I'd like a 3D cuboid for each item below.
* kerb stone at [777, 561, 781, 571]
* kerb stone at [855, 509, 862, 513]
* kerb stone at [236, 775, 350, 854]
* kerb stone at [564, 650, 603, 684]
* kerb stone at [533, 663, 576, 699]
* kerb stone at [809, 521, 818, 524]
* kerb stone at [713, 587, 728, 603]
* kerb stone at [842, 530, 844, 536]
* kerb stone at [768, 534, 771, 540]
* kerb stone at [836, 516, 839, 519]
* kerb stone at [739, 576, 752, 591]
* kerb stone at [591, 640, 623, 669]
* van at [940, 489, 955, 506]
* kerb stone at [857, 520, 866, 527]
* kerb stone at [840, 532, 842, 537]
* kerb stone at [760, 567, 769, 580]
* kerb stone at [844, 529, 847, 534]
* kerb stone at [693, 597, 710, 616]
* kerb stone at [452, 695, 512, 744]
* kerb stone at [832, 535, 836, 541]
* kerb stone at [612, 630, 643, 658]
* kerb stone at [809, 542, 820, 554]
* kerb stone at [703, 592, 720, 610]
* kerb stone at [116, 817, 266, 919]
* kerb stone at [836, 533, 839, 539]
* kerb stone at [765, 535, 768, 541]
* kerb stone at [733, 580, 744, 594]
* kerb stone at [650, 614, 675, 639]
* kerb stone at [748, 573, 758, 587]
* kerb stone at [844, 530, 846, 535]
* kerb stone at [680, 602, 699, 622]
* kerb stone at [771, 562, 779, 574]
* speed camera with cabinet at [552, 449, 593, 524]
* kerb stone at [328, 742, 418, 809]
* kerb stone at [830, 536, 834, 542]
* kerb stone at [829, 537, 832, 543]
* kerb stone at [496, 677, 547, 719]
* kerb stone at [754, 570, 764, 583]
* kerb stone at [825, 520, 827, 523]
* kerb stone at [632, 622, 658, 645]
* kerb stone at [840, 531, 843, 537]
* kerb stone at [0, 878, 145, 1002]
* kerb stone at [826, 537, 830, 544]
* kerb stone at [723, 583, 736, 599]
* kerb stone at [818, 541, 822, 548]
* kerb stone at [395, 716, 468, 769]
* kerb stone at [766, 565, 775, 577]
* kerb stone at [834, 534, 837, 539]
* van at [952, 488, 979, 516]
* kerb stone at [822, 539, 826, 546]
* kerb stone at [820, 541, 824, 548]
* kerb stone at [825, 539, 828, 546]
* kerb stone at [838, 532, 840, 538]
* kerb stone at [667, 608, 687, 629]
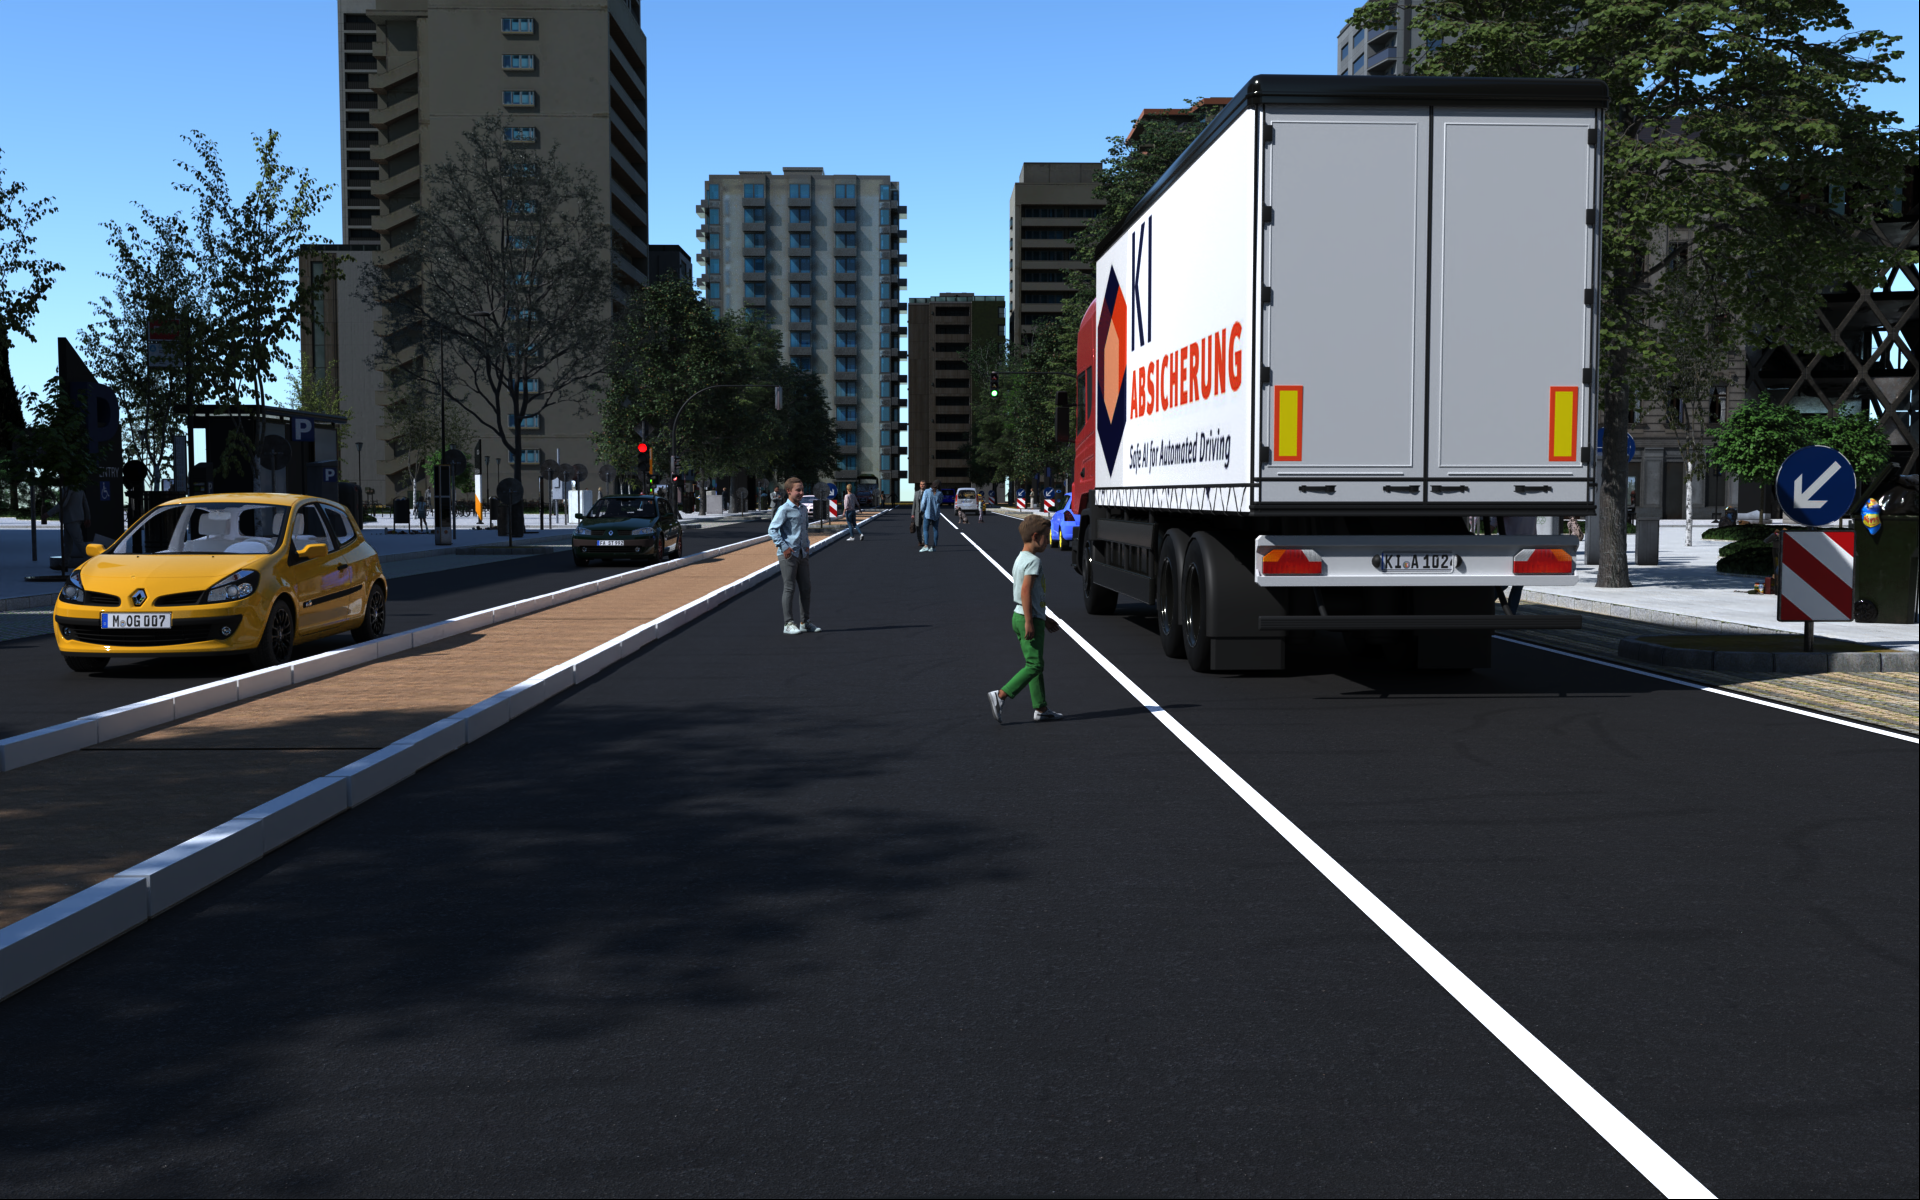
[{"bbox_3d":[-3.401,-0.594,31.954,0.120,0.150,1.000,0,4,-1],"label":"kerb stone"},{"bbox_3d":[-7.946,-6.960,135.995,0.120,0.150,1.000,0,4,-1],"label":"kerb stone"},{"bbox_3d":[-2.829,0.908,7.352,0.120,0.150,1.000,0,4,-1],"label":"kerb stone"},{"bbox_3d":[-2.961,0.531,13.518,0.120,0.150,1.000,0,4,-1],"label":"kerb stone"},{"bbox_3d":[-2.949,0.594,12.491,0.120,0.150,1.000,0,4,-1],"label":"kerb stone"},{"bbox_3d":[-6.578,-3.385,77.555,0.120,0.150,1.000,0,4,-1],"label":"kerb stone"},{"bbox_3d":[-3.194,-0.033,22.741,0.120,0.150,1.000,0,4,-1],"label":"kerb stone"},{"bbox_3d":[-4.014,-2.164,57.574,0.120,0.150,1.000,0,4,-1],"label":"kerb stone"},{"bbox_3d":[-6.008,-1.909,53.454,0.120,0.150,1.000,0,4,-1],"label":"kerb stone"},{"bbox_3d":[-7.057,-4.640,98.060,0.120,0.150,1.000,0,4,-1],"label":"kerb stone"},{"bbox_3d":[-3.255,-0.221,25.817,0.120,0.150,1.000,0,4,-1],"label":"kerb stone"},{"bbox_3d":[-2.995,0.472,14.539,0.120,0.150,1.000,0,4,-1],"label":"kerb stone"},{"bbox_3d":[-1.464,-12.383,206.838,2.240,2.365,5.245,0,3,0],"label":"van"},{"bbox_3d":[-4.523,-3.514,79.655,0.120,0.150,1.000,0,4,-1],"label":"kerb stone"},{"bbox_3d":[-3.958,-2.039,55.525,0.120,0.150,1.000,0,4,-1],"label":"kerb stone"},{"bbox_3d":[-3.329,-0.407,28.885,0.120,0.150,1.000,0,4,-1],"label":"kerb stone"},{"bbox_3d":[-4.049,-2.289,59.617,0.120,0.150,1.000,0,4,-1],"label":"kerb stone"},{"bbox_3d":[-3.136,0.095,20.683,0.120,0.150,1.000,0,4,-1],"label":"kerb stone"},{"bbox_3d":[-2.893,0.720,10.428,0.120,0.150,1.000,0,4,-1],"label":"kerb stone"},{"bbox_3d":[-3.855,-1.788,51.436,0.120,0.150,1.000,0,4,-1],"label":"kerb stone"},{"bbox_3d":[-3.015,0.406,15.561,0.120,0.150,1.000,0,4,-1],"label":"kerb stone"},{"bbox_3d":[-3.660,-1.286,43.241,0.120,0.150,1.000,0,4,-1],"label":"kerb stone"},{"bbox_3d":[-3.156,0.030,21.709,0.120,0.150,1.000,0,4,-1],"label":"kerb stone"},{"bbox_3d":[-2.798,0.970,6.330,0.120,0.150,1.000,0,4,-1],"label":"kerb stone"},{"bbox_3d":[-3.906,-1.913,53.480,0.120,0.150,1.000,0,4,-1],"label":"kerb stone"},{"bbox_3d":[-5.977,-1.849,52.421,0.120,0.150,1.000,0,4,-1],"label":"kerb stone"},{"bbox_3d":[-3.238,-0.153,24.795,0.120,0.150,1.000,0,4,-1],"label":"kerb stone"},{"bbox_3d":[-3.060,0.280,17.614,0.120,0.150,1.000,0,4,-1],"label":"kerb stone"},{"bbox_3d":[-3.273,-0.282,26.839,0.120,0.150,1.000,0,4,-1],"label":"kerb stone"},{"bbox_3d":[-4.026,-2.226,58.596,0.120,0.150,1.000,0,4,-1],"label":"kerb stone"},{"bbox_3d":[-3.110,0.156,19.658,0.120,0.150,1.000,0,4,-1],"label":"kerb stone"},{"bbox_3d":[-3.378,-0.534,30.928,0.120,0.150,1.000,0,4,-1],"label":"kerb stone"},{"bbox_3d":[-16.817,-4.943,75.149,2.038,3.252,0.660,3,4,38],"label":"speed camera with cabinet"},{"bbox_3d":[-2.841,0.845,8.378,0.120,0.150,1.000,0,4,-1],"label":"kerb stone"},{"bbox_3d":[-3.837,-1.722,50.415,0.120,0.150,1.000,0,4,-1],"label":"kerb stone"},{"bbox_3d":[-3.814,-1.659,49.383,0.120,0.150,1.000,0,4,-1],"label":"kerb stone"},{"bbox_3d":[-2.921,0.658,11.469,0.120,0.150,1.000,0,4,-1],"label":"kerb stone"},{"bbox_3d":[-3.304,-0.347,27.863,0.120,0.150,1.000,0,4,-1],"label":"kerb stone"},{"bbox_3d":[-6.736,-3.821,84.727,0.120,0.150,1.000,0,4,-1],"label":"kerb stone"},{"bbox_3d":[-3.051,0.343,16.587,0.120,0.150,1.000,0,4,-1],"label":"kerb stone"},{"bbox_3d":[-3.979,-2.096,56.548,0.120,0.150,1.000,0,4,-1],"label":"kerb stone"},{"bbox_3d":[-2.775,1.035,5.308,0.120,0.150,1.000,0,4,-1],"label":"kerb stone"},{"bbox_3d":[-3.776,-1.600,48.361,0.120,0.150,1.000,0,4,-1],"label":"kerb stone"},{"bbox_3d":[-3.218,-0.096,23.773,0.120,0.150,1.000,0,4,-1],"label":"kerb stone"},{"bbox_3d":[-3.689,-1.347,44.265,0.120,0.150,1.000,0,4,-1],"label":"kerb stone"},{"bbox_3d":[-2.877,0.783,9.399,0.120,0.150,1.000,0,4,-1],"label":"kerb stone"},{"bbox_3d":[-3.348,-0.472,29.906,0.120,0.150,1.000,0,4,-1],"label":"kerb stone"},{"bbox_3d":[-3.883,-1.845,52.458,0.120,0.150,1.000,0,4,-1],"label":"kerb stone"},{"bbox_3d":[0.462,-6.715,116.798,2.013,2.044,4.112,0,4,0],"label":"van"},{"bbox_3d":[-3.733,-1.475,46.318,0.120,0.150,1.000,0,4,-1],"label":"kerb stone"},{"bbox_3d":[-3.717,-1.411,45.289,0.120,0.150,1.000,0,4,-1],"label":"kerb stone"},{"bbox_3d":[-3.767,-1.538,47.339,0.120,0.150,1.000,0,4,-1],"label":"kerb stone"},{"bbox_3d":[-3.935,-1.976,54.501,0.120,0.150,1.000,0,4,-1],"label":"kerb stone"},{"bbox_3d":[-3.089,0.218,18.636,0.120,0.150,1.000,0,4,-1],"label":"kerb stone"}]
